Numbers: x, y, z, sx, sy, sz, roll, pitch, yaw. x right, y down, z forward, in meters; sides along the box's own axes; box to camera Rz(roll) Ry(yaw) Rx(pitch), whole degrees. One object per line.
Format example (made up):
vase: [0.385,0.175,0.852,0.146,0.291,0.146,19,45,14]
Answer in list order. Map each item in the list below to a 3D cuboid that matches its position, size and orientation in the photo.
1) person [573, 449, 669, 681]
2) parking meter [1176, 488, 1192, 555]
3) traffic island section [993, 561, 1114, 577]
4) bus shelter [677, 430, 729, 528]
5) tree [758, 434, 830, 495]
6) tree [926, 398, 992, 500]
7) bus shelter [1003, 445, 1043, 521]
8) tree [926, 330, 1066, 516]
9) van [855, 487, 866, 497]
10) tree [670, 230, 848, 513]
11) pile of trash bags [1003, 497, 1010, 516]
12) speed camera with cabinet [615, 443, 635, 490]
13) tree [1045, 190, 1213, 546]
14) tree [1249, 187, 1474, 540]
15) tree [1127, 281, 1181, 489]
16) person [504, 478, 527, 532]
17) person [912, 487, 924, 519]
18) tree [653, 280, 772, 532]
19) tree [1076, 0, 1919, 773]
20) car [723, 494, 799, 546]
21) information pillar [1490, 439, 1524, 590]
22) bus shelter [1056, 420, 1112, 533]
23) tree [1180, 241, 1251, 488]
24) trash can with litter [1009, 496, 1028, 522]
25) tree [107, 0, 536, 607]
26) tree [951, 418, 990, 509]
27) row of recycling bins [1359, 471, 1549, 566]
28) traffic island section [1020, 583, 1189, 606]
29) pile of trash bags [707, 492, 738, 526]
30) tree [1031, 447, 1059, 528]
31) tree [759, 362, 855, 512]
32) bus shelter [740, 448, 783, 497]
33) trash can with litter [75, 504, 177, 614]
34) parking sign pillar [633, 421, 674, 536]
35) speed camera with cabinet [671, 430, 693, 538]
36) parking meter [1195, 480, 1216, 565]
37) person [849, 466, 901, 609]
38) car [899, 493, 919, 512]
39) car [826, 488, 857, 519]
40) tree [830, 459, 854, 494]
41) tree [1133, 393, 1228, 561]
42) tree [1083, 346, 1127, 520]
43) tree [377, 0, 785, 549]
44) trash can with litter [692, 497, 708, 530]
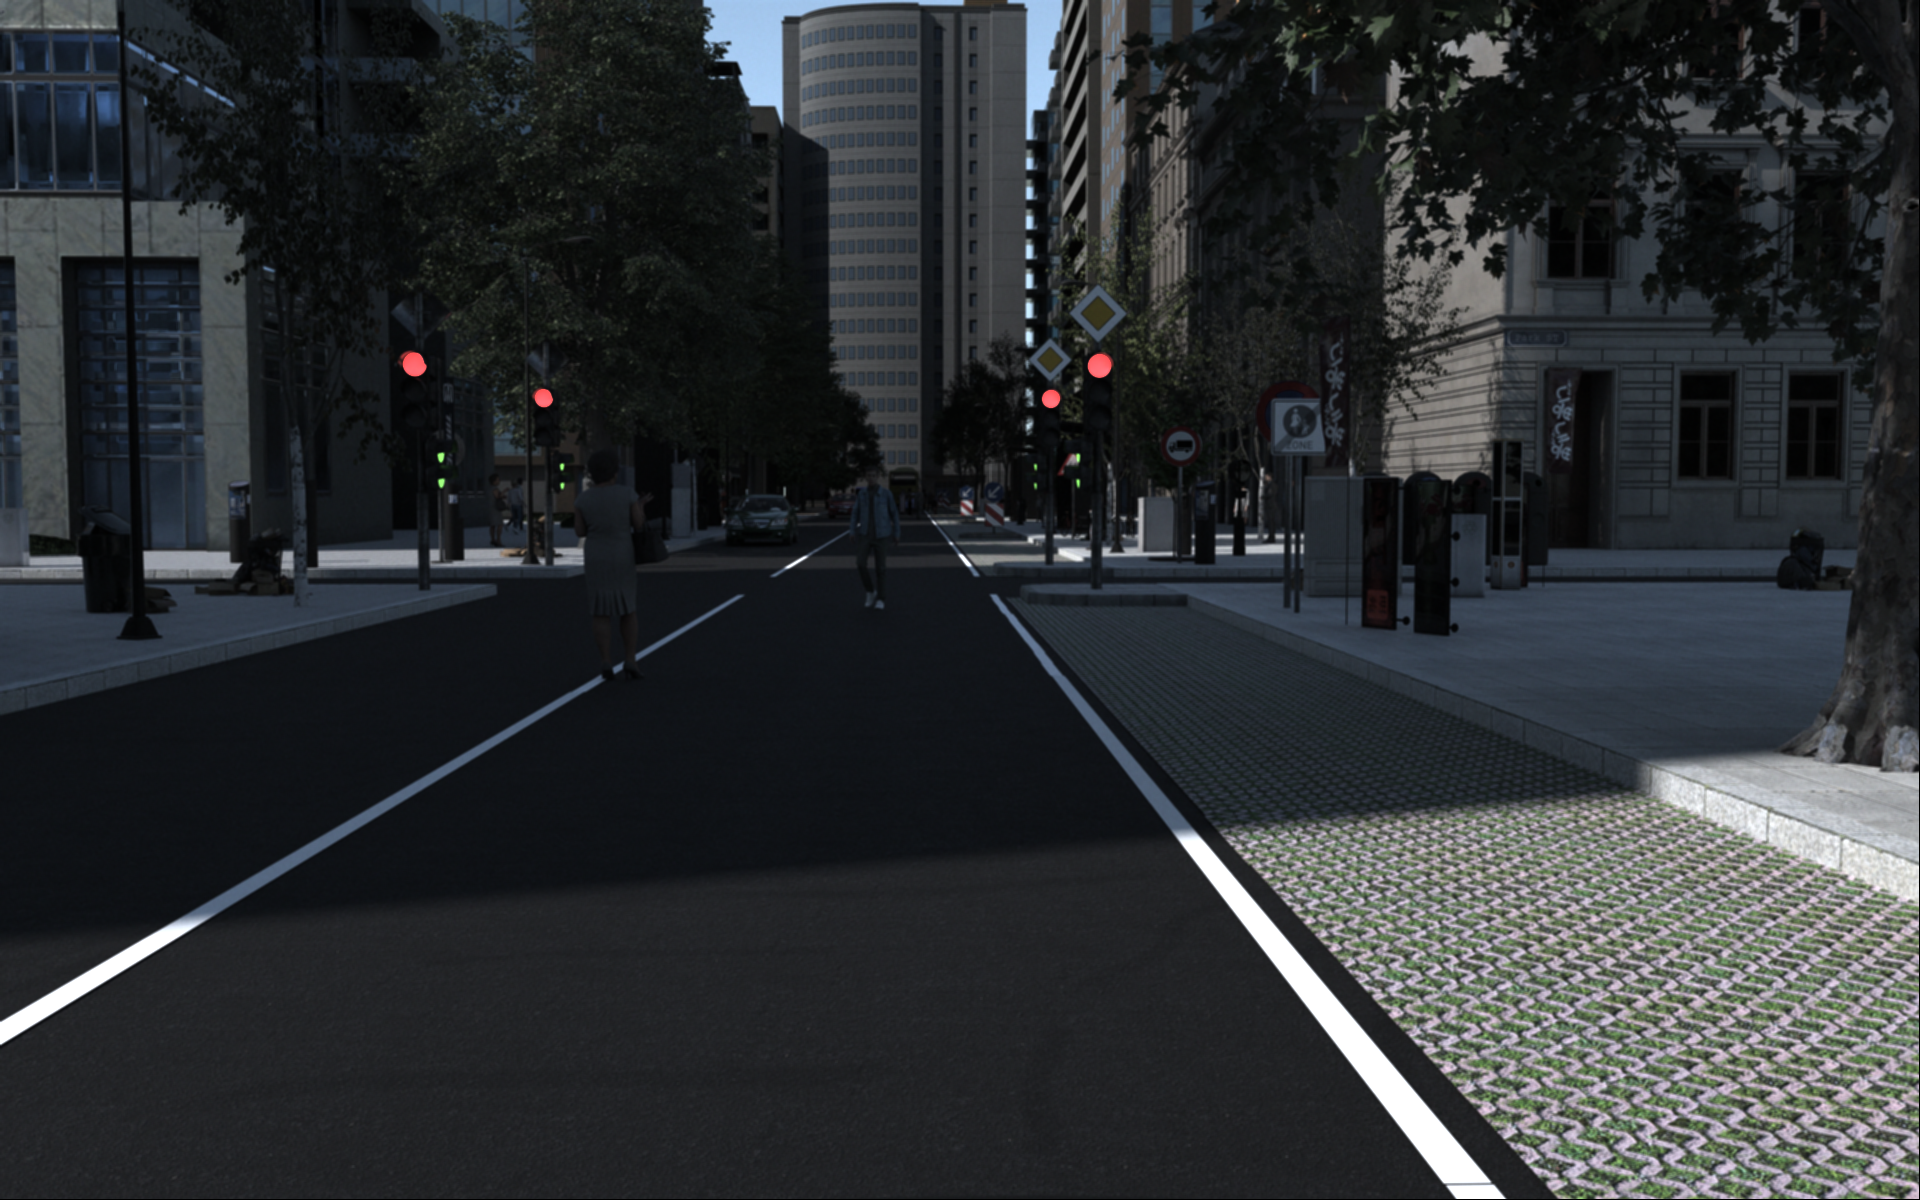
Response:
person: [-2.611,-0.280,13.431,0.716,1.782,0.532,0,4,-2]
parking meter: [4.708,-1.875,36.373,0.255,1.863,0.399,1,4,22]
traffic island section: [1.640,-0.556,31.373,2.009,0.180,2.903,0,4,-2]
bus shelter: [-9.989,-4.569,65.983,1.731,3.624,6.357,0,4,-2]
tree: [-9.594,-6.744,93.976,4.285,4.588,4.351,0,3,0]
tree: [0.268,-15.512,179.374,9.928,11.665,9.643,0,3,0]
bus shelter: [3.173,-5.848,86.892,1.731,3.624,6.357,0,4,-1]
tree: [2.470,-10.078,99.195,8.767,10.594,7.601,1,4,22]
van: [-7.907,-8.628,145.446,2.240,2.365,5.245,0,4,-1]
tree: [-8.661,-9.581,74.769,7.486,12.596,7.792,0,3,0]
pile of trash bags: [3.466,-5.657,102.250,1.912,1.369,3.447,1,4,9]
speed camera with cabinet: [-10.304,-3.759,55.791,2.038,3.252,0.660,2,4,27]
tree: [3.909,-5.675,43.154,4.737,8.622,4.395,0,3,0]
tree: [8.802,-5.341,37.680,4.360,8.622,3.978,0,3,0]
tree: [7.933,-6.588,58.071,4.360,8.622,3.978,0,3,0]
person: [-15.145,-3.254,59.095,0.795,1.843,0.661,-2,4,-33]
person: [-2.382,-5.500,98.532,0.694,1.812,0.767,1,4,16]
tree: [-8.826,-6.644,58.987,4.737,8.622,4.395,0,3,0]
tree: [4.595,-5.557,7.858,9.611,12.733,9.660,0,3,0]
car: [-5.637,-2.310,49.566,2.131,1.459,4.920,0,4,-2]
information pillar: [7.334,-1.146,23.229,0.304,2.012,0.304,-1,4,-10]
bus shelter: [4.003,-4.105,58.397,1.731,3.624,6.357,0,4,-1]
tree: [8.453,-6.015,48.703,4.360,8.622,3.978,0,3,0]
trash can with litter: [2.674,-4.242,80.747,0.624,1.170,1.055,-3,4,-38]
tree: [-7.254,-4.222,19.400,4.360,8.622,3.978,0,3,0]
tree: [1.207,-11.992,146.438,4.360,8.622,3.978,0,3,0]
row of recycling bins: [8.829,-1.485,31.390,3.534,1.692,1.069,0,4,1]
traffic island section: [1.864,-0.068,23.391,2.009,0.180,2.903,0,4,-2]
pile of trash bags: [-9.726,-3.752,71.093,1.912,1.369,3.447,0,4,-5]
tree: [3.649,-4.336,65.497,1.663,3.219,1.824,0,3,0]
tree: [-11.476,-12.265,126.291,9.928,11.665,9.643,0,3,0]
bus shelter: [-10.018,-5.917,88.029,1.731,3.624,6.357,0,4,-2]
trash can with litter: [-9.031,-0.455,18.828,1.055,1.170,0.624,1,4,13]
parking sign pillar: [-9.420,-3.985,53.631,1.447,3.967,1.447,-1,4,-11]
speed camera with cabinet: [-8.285,-3.500,51.564,0.660,3.252,2.038,0,4,-8]
parking meter: [4.483,-1.422,31.661,0.372,1.533,0.369,0,3,0]
person: [-1.065,-0.782,21.633,0.601,1.785,0.444,1,4,15]
car: [-4.072,-8.098,141.996,1.945,1.707,3.694,0,4,-1]
car: [-6.811,-5.723,102.619,2.155,1.783,4.494,0,4,-1]
tree: [-11.553,-10.963,162.963,4.285,4.588,4.351,0,3,0]
tree: [4.077,-2.378,33.490,1.663,3.219,1.824,0,3,0]
tree: [7.703,-8.201,84.442,4.360,8.622,3.978,0,3,0]
tree: [-8.642,-8.186,40.493,9.857,13.997,8.962,0,3,0]
trash can with litter: [-9.274,-3.071,61.590,0.624,1.170,1.055,-1,4,-12]
